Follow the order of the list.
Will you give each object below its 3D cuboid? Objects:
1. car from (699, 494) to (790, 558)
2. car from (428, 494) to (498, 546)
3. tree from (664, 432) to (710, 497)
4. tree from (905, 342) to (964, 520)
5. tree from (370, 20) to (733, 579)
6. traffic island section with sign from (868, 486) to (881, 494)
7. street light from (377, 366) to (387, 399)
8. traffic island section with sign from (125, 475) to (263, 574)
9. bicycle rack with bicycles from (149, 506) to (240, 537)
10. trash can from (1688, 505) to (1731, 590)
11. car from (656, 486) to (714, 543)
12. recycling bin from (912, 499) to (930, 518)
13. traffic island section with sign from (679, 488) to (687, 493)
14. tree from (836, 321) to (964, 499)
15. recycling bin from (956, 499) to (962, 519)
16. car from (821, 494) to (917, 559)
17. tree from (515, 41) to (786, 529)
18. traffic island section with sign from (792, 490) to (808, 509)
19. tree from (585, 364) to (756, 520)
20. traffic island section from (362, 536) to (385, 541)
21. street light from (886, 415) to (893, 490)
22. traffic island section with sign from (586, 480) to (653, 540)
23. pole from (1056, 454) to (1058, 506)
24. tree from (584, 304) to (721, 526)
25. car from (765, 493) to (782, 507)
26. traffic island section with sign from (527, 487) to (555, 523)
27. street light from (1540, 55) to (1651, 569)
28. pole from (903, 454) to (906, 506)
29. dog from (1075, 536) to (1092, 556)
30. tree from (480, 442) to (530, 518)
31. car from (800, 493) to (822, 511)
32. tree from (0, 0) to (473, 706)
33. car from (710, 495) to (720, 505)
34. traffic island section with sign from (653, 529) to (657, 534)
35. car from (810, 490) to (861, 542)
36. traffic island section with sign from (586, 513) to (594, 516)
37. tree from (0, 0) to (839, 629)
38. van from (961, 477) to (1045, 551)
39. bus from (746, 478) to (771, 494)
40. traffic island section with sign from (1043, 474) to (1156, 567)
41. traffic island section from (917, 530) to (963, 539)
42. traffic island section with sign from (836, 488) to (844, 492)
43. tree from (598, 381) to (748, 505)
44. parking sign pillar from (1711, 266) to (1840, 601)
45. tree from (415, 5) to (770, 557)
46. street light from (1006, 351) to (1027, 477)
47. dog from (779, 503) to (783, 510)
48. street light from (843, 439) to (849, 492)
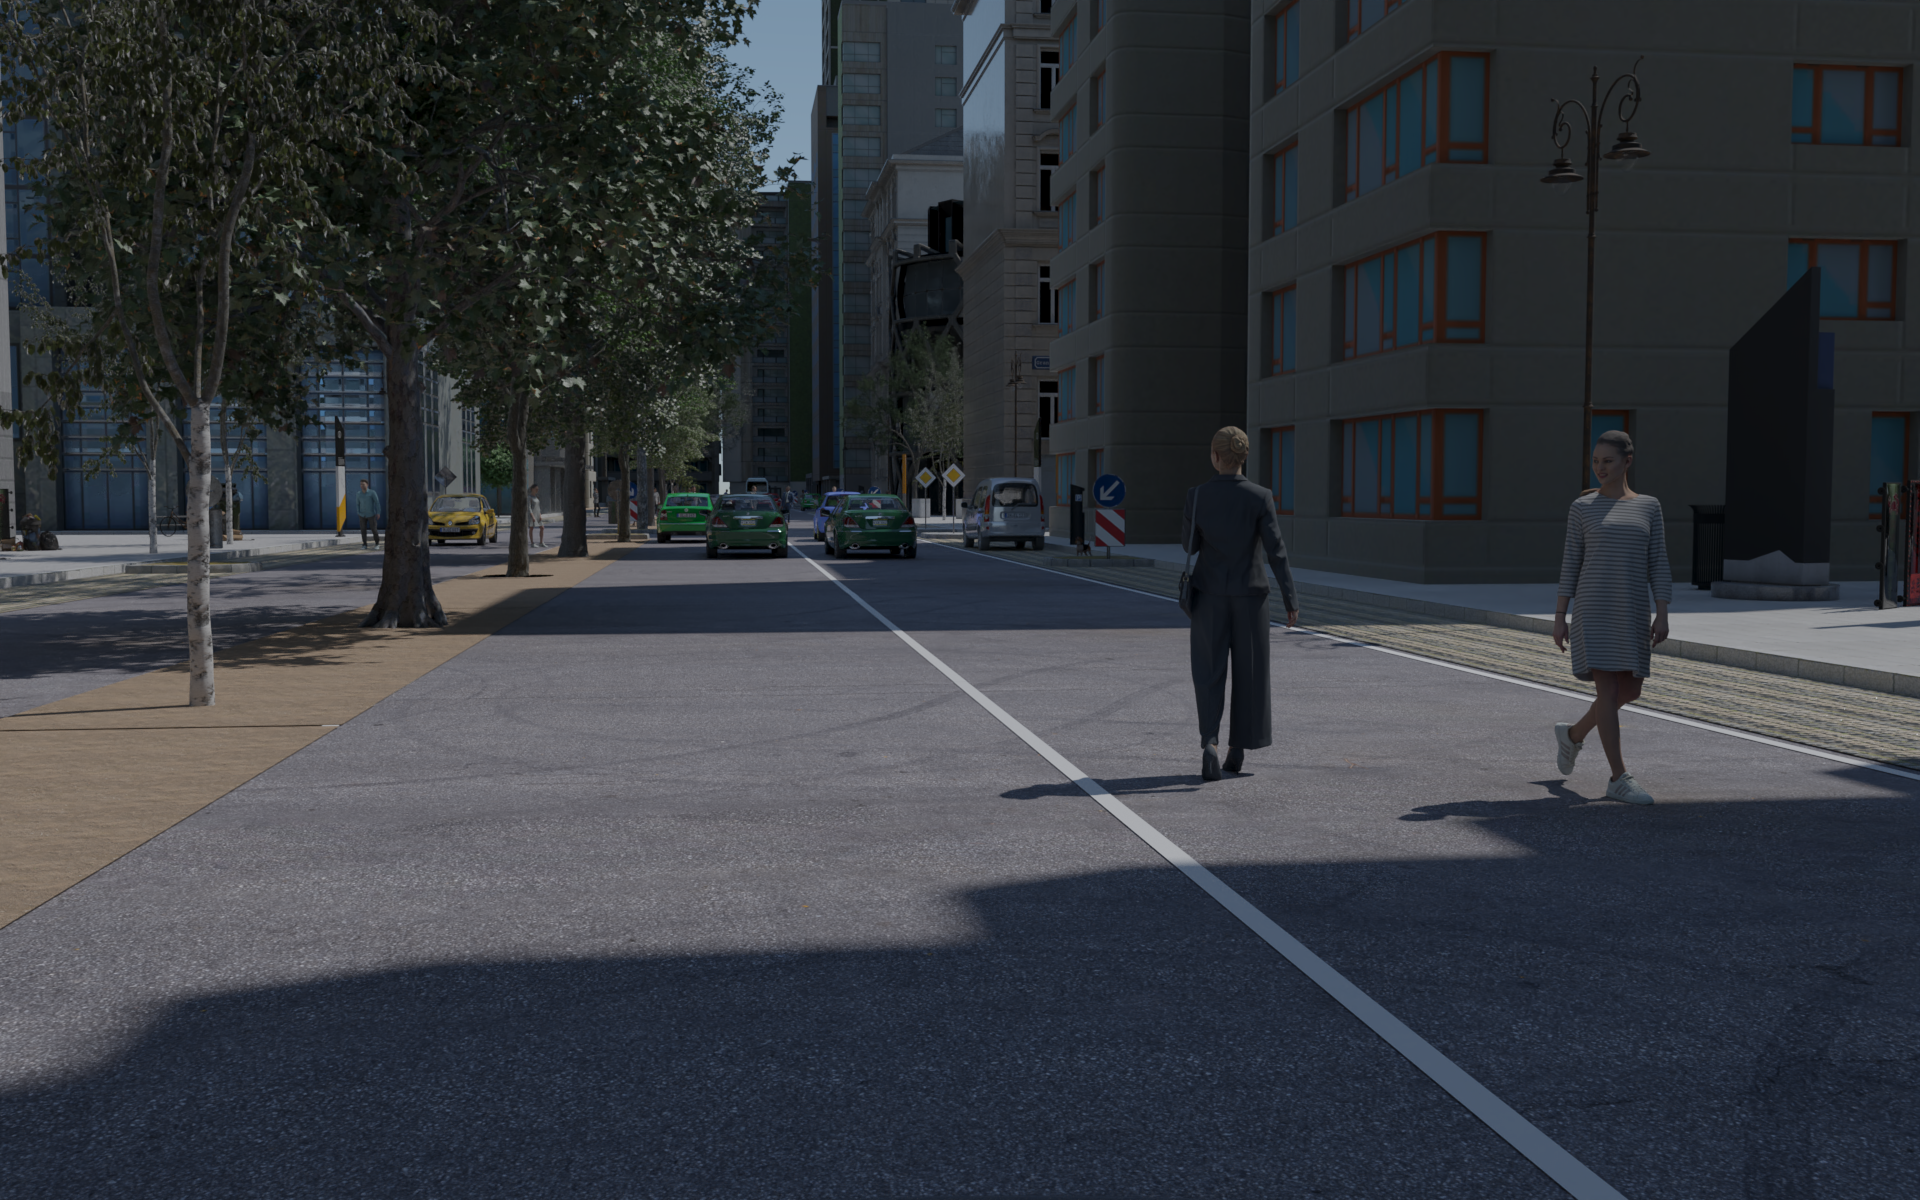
[{"bbox_3d":[-4.971,-1.732,40.122,2.131,1.459,4.920,-1,4,-9],"label":"car"},{"bbox_3d":[-14.217,-2.387,49.247,2.015,1.641,3.980,-1,4,-8],"label":"car"},{"bbox_3d":[-18.453,-9.841,113.712,4.737,8.622,4.395,0,3,0],"label":"tree"},{"bbox_3d":[-0.784,-8.220,84.754,4.360,8.622,3.978,0,3,0],"label":"tree"},{"bbox_3d":[-7.467,-6.184,29.314,9.928,11.665,9.643,0,3,0],"label":"tree"},{"bbox_3d":[-4.541,-4.896,88.676,1.989,1.847,2.006,0,4,-8],"label":"traffic island section with sign"},{"bbox_3d":[-20.459,-5.456,61.986,0.468,5.910,1.993,0,4,-8],"label":"street light"},{"bbox_3d":[-14.032,-1.425,31.920,1.989,1.847,2.006,0,4,-8],"label":"traffic island section with sign"},{"bbox_3d":[-22.873,-2.379,52.279,2.852,0.926,2.925,1,4,15],"label":"bicycle rack with bicycles"},{"bbox_3d":[10.144,-0.707,23.206,0.748,1.137,0.748,0,3,0],"label":"trash can"},{"bbox_3d":[-8.154,-2.654,52.192,1.959,1.807,4.718,0,4,-7],"label":"car"},{"bbox_3d":[-2.096,-4.926,93.100,0.722,1.027,0.722,-3,5,-41],"label":"recycling bin"},{"bbox_3d":[-21.923,-7.877,136.927,2.006,1.907,1.989,0,4,-8],"label":"traffic island section with sign"},{"bbox_3d":[-2.500,-9.769,94.134,8.767,10.594,7.601,-1,4,-9],"label":"tree"},{"bbox_3d":[0.187,-4.689,89.215,0.722,1.027,0.722,0,4,8],"label":"recycling bin"},{"bbox_3d":[-2.096,-1.722,39.953,2.131,1.459,4.920,-1,4,-9],"label":"car"},{"bbox_3d":[-13.590,-12.762,67.005,12.611,20.169,13.585,0,3,0],"label":"tree"},{"bbox_3d":[-14.857,-9.589,165.411,1.989,1.847,2.006,0,4,-8],"label":"traffic island section with sign"},{"bbox_3d":[-16.280,-11.128,94.766,12.009,13.543,11.850,0,3,0],"label":"tree"},{"bbox_3d":[-17.328,-1.941,54.021,2.009,0.180,2.903,0,4,-8],"label":"traffic island section"},{"bbox_3d":[-4.175,-7.852,101.162,0.468,5.910,1.993,0,4,-8],"label":"street light"},{"bbox_3d":[-10.924,-2.873,55.115,2.006,1.907,1.989,0,4,-8],"label":"traffic island section with sign"},{"bbox_3d":[3.661,-4.307,64.255,0.158,3.312,0.155,0,3,0],"label":"pole"},{"bbox_3d":[-13.986,-9.593,77.429,7.486,12.596,7.792,0,3,0],"label":"tree"},{"bbox_3d":[-14.256,-7.382,129.743,2.155,1.783,4.494,0,4,-8],"label":"car"},{"bbox_3d":[-21.471,-4.808,87.238,1.989,1.847,2.006,0,4,-8],"label":"traffic island section with sign"},{"bbox_3d":[6.852,-2.818,18.860,0.468,5.910,1.993,0,4,-8],"label":"street light"},{"bbox_3d":[-2.863,-5.816,88.941,0.158,3.312,0.155,0,3,0],"label":"pole"},{"bbox_3d":[2.706,-1.134,37.825,0.406,0.507,0.540,0,4,-2],"label":"dog"},{"bbox_3d":[-25.061,-6.733,93.799,4.285,4.588,4.351,0,3,0],"label":"tree"},{"bbox_3d":[-12.523,-8.413,146.345,1.959,1.807,4.718,0,4,-8],"label":"car"},{"bbox_3d":[-5.159,-3.598,11.654,4.360,8.622,3.978,0,3,0],"label":"tree"},{"bbox_3d":[-24.176,-9.723,171.336,2.083,1.381,4.827,0,4,-7],"label":"car"},{"bbox_3d":[-11.902,-3.322,62.457,2.006,1.907,1.989,0,4,-8],"label":"traffic island section with sign"},{"bbox_3d":[-3.646,-2.693,53.622,1.945,1.707,3.694,0,4,-7],"label":"car"},{"bbox_3d":[-25.062,-6.442,113.954,1.989,1.847,2.006,0,4,-8],"label":"traffic island section with sign"},{"bbox_3d":[-6.015,-6.060,18.551,9.611,12.733,9.660,0,3,0],"label":"tree"},{"bbox_3d":[1.102,-2.325,45.030,2.013,2.044,4.112,0,4,-8],"label":"van"},{"bbox_3d":[-23.951,-12.866,205.223,2.948,3.499,13.247,0,4,-6],"label":"bus"},{"bbox_3d":[2.723,-1.596,34.721,1.989,1.847,2.006,0,4,-8],"label":"traffic island section with sign"},{"bbox_3d":[-0.189,-2.081,56.311,2.009,0.180,2.903,0,4,-8],"label":"traffic island section"},{"bbox_3d":[-8.126,-6.530,115.393,1.989,1.847,2.006,0,4,-8],"label":"traffic island section with sign"},{"bbox_3d":[-14.606,-9.066,85.104,8.767,10.594,7.601,0,4,-8],"label":"tree"},{"bbox_3d":[10.062,-2.007,21.279,1.447,3.967,1.447,-1,4,-18],"label":"parking sign pillar"},{"bbox_3d":[-8.830,-7.952,39.123,9.857,13.997,8.962,0,3,0],"label":"tree"},{"bbox_3d":[1.806,-5.091,56.029,0.468,5.910,1.993,0,4,-8],"label":"street light"},{"bbox_3d":[-13.121,-6.610,124.904,0.800,0.831,0.513,0,4,1],"label":"dog"},{"bbox_3d":[-9.186,-10.136,138.515,0.468,5.910,1.993,0,4,-8],"label":"street light"}]
